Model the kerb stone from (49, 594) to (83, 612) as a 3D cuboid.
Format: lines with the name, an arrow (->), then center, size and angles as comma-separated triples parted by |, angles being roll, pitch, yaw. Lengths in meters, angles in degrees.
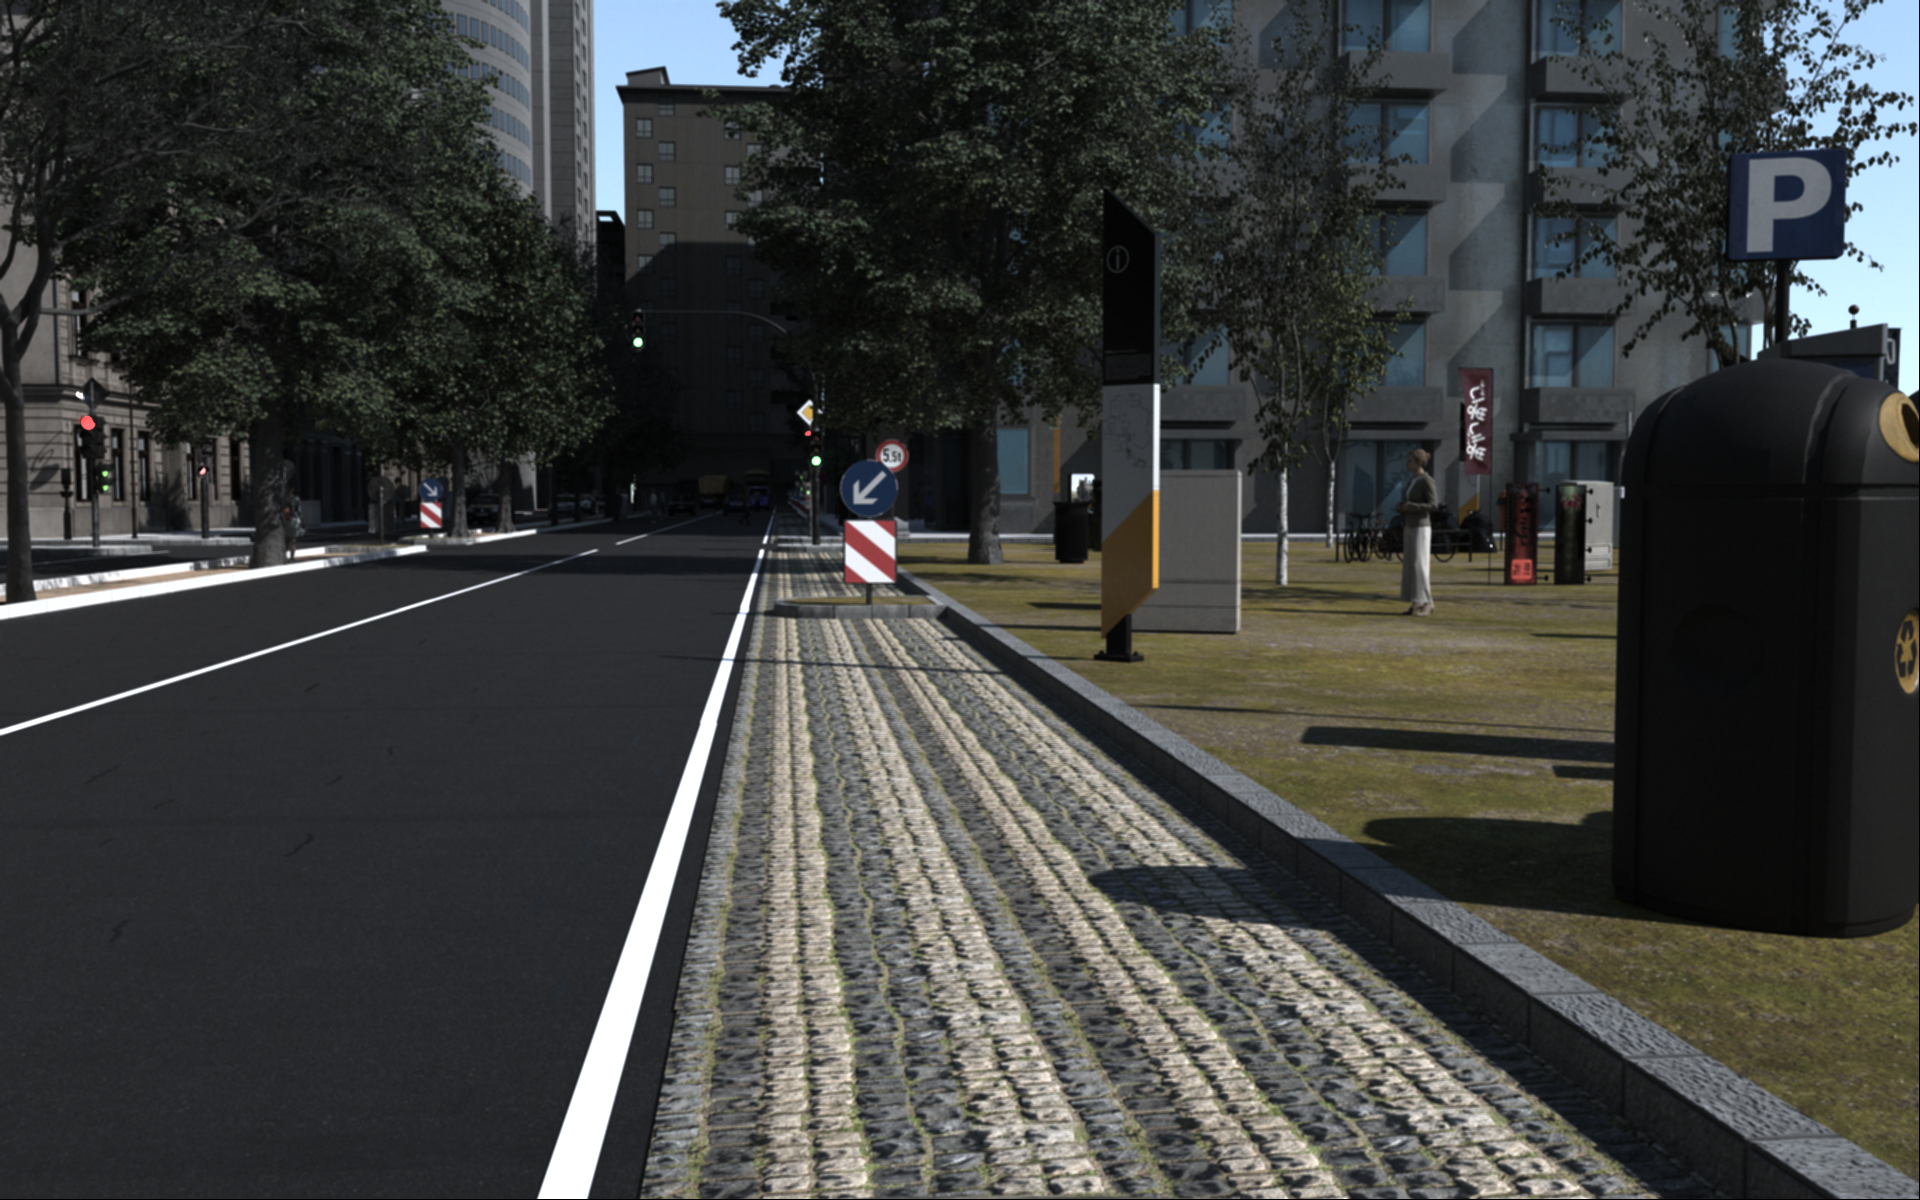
kerb stone -> -11.124, 0.049, 21.390 | 0.120, 0.150, 1.000 | 0, 4, -6

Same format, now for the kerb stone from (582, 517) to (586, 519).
kerb stone -> -21.024, -4.523, 96.212 | 0.120, 0.150, 1.000 | 0, 4, -6

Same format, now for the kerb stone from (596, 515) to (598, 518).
kerb stone -> -21.671, -4.903, 102.355 | 0.120, 0.150, 1.000 | 0, 4, -6

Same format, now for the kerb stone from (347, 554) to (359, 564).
kerb stone -> -12.612, -0.823, 35.660 | 0.120, 0.150, 1.000 | 0, 4, -6

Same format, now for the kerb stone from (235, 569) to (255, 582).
kerb stone -> -11.870, -0.387, 28.529 | 0.120, 0.150, 1.000 | 0, 4, -6

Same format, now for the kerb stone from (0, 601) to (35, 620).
kerb stone -> -11.020, 0.111, 20.373 | 0.120, 0.150, 1.000 | 0, 4, -6

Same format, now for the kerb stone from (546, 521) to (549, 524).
kerb stone -> -19.434, -3.590, 80.886 | 0.120, 0.150, 1.000 | 0, 4, -6

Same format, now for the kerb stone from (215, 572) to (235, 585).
kerb stone -> -11.769, -0.325, 27.506 | 0.120, 0.150, 1.000 | 0, 4, -6

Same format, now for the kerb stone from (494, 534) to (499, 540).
kerb stone -> -14.478, -1.916, 53.572 | 0.120, 0.150, 1.000 | 0, 4, -6

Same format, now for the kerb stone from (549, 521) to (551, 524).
kerb stone -> -19.539, -3.652, 81.908 | 0.120, 0.150, 1.000 | 0, 4, -6

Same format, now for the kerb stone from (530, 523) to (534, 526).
kerb stone -> -18.903, -3.278, 75.796 | 0.120, 0.150, 1.000 | 0, 4, -6

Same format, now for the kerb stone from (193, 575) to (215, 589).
kerb stone -> -11.657, -0.262, 26.484 | 0.120, 0.150, 1.000 | 0, 4, -6

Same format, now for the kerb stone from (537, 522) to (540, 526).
kerb stone -> -19.108, -3.403, 77.831 | 0.120, 0.150, 1.000 | 0, 4, -6

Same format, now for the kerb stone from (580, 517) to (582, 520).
kerb stone -> -20.818, -4.401, 94.178 | 0.120, 0.150, 1.000 | 0, 4, -6

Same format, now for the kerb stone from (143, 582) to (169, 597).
kerb stone -> -11.440, -0.138, 24.448 | 0.120, 0.150, 1.000 | 0, 4, -6

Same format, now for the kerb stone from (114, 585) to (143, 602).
kerb stone -> -11.338, -0.074, 23.431 | 0.120, 0.150, 1.000 | 0, 4, -6

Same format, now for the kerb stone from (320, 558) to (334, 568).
kerb stone -> -12.401, -0.699, 33.623 | 0.120, 0.150, 1.000 | 0, 4, -6

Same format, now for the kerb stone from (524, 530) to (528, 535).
kerb stone -> -15.111, -2.285, 59.682 | 0.120, 0.150, 1.000 | 0, 4, -6

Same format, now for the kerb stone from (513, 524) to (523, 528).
kerb stone -> -18.585, -3.088, 72.731 | 0.120, 0.150, 1.000 | 0, 4, -6

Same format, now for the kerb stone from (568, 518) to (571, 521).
kerb stone -> -20.280, -4.090, 89.072 | 0.120, 0.150, 1.000 | 0, 4, -6

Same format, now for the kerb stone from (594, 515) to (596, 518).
kerb stone -> -21.563, -4.834, 101.323 | 0.120, 0.150, 1.000 | 0, 4, -6

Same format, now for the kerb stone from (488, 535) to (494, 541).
kerb stone -> -14.364, -1.857, 52.556 | 0.120, 0.150, 1.000 | 0, 4, -6

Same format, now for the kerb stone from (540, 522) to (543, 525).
kerb stone -> -19.221, -3.465, 78.851 | 0.120, 0.150, 1.000 | 0, 4, -6

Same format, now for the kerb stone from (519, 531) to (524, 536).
kerb stone -> -15.006, -2.230, 58.663 | 0.120, 0.150, 1.000 | 0, 4, -6

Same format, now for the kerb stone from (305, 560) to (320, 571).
kerb stone -> -12.297, -0.635, 32.606 | 0.120, 0.150, 1.000 | 0, 4, -6

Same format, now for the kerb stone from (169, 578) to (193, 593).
kerb stone -> -11.548, -0.199, 25.468 | 0.120, 0.150, 1.000 | 0, 4, -6

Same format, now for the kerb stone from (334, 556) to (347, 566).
kerb stone -> -12.500, -0.761, 34.640 | 0.120, 0.150, 1.000 | 0, 4, -6

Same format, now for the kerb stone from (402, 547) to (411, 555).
kerb stone -> -13.144, -1.135, 40.757 | 0.120, 0.150, 1.000 | 0, 4, -6

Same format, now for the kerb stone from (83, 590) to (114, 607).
kerb stone -> -11.241, -0.011, 22.414 | 0.120, 0.150, 1.000 | 0, 4, -6

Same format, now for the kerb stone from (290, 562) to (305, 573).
kerb stone -> -12.191, -0.571, 31.590 | 0.120, 0.150, 1.000 | 0, 4, -6

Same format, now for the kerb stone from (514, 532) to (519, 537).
kerb stone -> -14.905, -2.168, 57.646 | 0.120, 0.150, 1.000 | 0, 4, -6

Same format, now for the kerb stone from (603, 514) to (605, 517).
kerb stone -> -22.103, -5.145, 106.431 | 0.120, 0.150, 1.000 | 0, 4, -6

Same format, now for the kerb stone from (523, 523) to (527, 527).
kerb stone -> -18.684, -3.152, 73.749 | 0.120, 0.150, 1.000 | 0, 4, -6

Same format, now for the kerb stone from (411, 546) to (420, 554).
kerb stone -> -13.257, -1.197, 41.773 | 0.120, 0.150, 1.000 | 0, 4, -6

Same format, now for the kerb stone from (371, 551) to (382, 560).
kerb stone -> -12.817, -0.944, 37.696 | 0.120, 0.150, 1.000 | 0, 4, -6

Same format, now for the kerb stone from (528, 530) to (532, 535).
kerb stone -> -15.221, -2.354, 60.707 | 0.120, 0.150, 1.000 | 0, 4, -6

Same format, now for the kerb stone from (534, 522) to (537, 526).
kerb stone -> -19.004, -3.334, 76.814 | 0.120, 0.150, 1.000 | 0, 4, -6

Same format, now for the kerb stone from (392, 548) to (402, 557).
kerb stone -> -13.032, -1.073, 39.742 | 0.120, 0.150, 1.000 | 0, 4, -6

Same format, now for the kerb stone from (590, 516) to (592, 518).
kerb stone -> -21.348, -4.714, 99.274 | 0.120, 0.150, 1.000 | 0, 4, -6

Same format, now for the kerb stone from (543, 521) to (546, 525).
kerb stone -> -19.321, -3.524, 79.870 | 0.120, 0.150, 1.000 | 0, 4, -6

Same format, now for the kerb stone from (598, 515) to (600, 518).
kerb stone -> -21.771, -4.965, 103.378 | 0.120, 0.150, 1.000 | 0, 4, -6

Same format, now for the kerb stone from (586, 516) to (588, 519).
kerb stone -> -21.129, -4.590, 97.241 | 0.120, 0.150, 1.000 | 0, 4, -6

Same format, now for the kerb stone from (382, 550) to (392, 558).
kerb stone -> -12.940, -1.009, 38.718 | 0.120, 0.150, 1.000 | 0, 4, -6

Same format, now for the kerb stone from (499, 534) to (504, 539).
kerb stone -> -14.583, -1.981, 54.589 | 0.120, 0.150, 1.000 | 0, 4, -6

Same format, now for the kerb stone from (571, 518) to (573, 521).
kerb stone -> -20.387, -4.153, 90.092 | 0.120, 0.150, 1.000 | 0, 4, -6

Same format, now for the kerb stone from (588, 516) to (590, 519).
kerb stone -> -21.247, -4.650, 98.256 | 0.120, 0.150, 1.000 | 0, 4, -6

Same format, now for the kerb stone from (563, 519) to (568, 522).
kerb stone -> -20.180, -4.024, 88.045 | 0.120, 0.150, 1.000 | 0, 4, -6

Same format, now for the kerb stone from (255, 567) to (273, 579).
kerb stone -> -11.977, -0.450, 29.549 | 0.120, 0.150, 1.000 | 0, 4, -6

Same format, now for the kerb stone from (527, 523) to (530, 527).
kerb stone -> -18.792, -3.216, 74.773 | 0.120, 0.150, 1.000 | 0, 4, -6

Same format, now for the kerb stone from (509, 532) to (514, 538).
kerb stone -> -14.797, -2.100, 56.630 | 0.120, 0.150, 1.000 | 0, 4, -6

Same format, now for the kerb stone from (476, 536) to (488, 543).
kerb stone -> -14.266, -1.795, 51.539 | 0.120, 0.150, 1.000 | 0, 4, -6

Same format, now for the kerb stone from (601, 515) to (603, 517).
kerb stone -> -21.985, -5.089, 105.412 | 0.120, 0.150, 1.000 | 0, 4, -6

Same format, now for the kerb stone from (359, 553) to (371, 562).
kerb stone -> -12.715, -0.884, 36.678 | 0.120, 0.150, 1.000 | 0, 4, -6

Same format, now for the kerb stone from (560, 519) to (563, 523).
kerb stone -> -19.966, -3.902, 86.001 | 0.120, 0.150, 1.000 | 0, 4, -6

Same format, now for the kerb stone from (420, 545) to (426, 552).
kerb stone -> -13.354, -1.260, 42.799 | 0.120, 0.150, 1.000 | 0, 4, -6

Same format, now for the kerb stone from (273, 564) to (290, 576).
kerb stone -> -12.085, -0.512, 30.573 | 0.120, 0.150, 1.000 | 0, 4, -6

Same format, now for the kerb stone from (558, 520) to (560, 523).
kerb stone -> -19.859, -3.835, 84.975 | 0.120, 0.150, 1.000 | 0, 4, -6

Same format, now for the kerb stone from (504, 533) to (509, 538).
kerb stone -> -14.700, -2.042, 55.605 | 0.120, 0.150, 1.000 | 0, 4, -6

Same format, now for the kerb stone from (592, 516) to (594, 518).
kerb stone -> -21.450, -4.777, 100.293 | 0.120, 0.150, 1.000 | 0, 4, -6
